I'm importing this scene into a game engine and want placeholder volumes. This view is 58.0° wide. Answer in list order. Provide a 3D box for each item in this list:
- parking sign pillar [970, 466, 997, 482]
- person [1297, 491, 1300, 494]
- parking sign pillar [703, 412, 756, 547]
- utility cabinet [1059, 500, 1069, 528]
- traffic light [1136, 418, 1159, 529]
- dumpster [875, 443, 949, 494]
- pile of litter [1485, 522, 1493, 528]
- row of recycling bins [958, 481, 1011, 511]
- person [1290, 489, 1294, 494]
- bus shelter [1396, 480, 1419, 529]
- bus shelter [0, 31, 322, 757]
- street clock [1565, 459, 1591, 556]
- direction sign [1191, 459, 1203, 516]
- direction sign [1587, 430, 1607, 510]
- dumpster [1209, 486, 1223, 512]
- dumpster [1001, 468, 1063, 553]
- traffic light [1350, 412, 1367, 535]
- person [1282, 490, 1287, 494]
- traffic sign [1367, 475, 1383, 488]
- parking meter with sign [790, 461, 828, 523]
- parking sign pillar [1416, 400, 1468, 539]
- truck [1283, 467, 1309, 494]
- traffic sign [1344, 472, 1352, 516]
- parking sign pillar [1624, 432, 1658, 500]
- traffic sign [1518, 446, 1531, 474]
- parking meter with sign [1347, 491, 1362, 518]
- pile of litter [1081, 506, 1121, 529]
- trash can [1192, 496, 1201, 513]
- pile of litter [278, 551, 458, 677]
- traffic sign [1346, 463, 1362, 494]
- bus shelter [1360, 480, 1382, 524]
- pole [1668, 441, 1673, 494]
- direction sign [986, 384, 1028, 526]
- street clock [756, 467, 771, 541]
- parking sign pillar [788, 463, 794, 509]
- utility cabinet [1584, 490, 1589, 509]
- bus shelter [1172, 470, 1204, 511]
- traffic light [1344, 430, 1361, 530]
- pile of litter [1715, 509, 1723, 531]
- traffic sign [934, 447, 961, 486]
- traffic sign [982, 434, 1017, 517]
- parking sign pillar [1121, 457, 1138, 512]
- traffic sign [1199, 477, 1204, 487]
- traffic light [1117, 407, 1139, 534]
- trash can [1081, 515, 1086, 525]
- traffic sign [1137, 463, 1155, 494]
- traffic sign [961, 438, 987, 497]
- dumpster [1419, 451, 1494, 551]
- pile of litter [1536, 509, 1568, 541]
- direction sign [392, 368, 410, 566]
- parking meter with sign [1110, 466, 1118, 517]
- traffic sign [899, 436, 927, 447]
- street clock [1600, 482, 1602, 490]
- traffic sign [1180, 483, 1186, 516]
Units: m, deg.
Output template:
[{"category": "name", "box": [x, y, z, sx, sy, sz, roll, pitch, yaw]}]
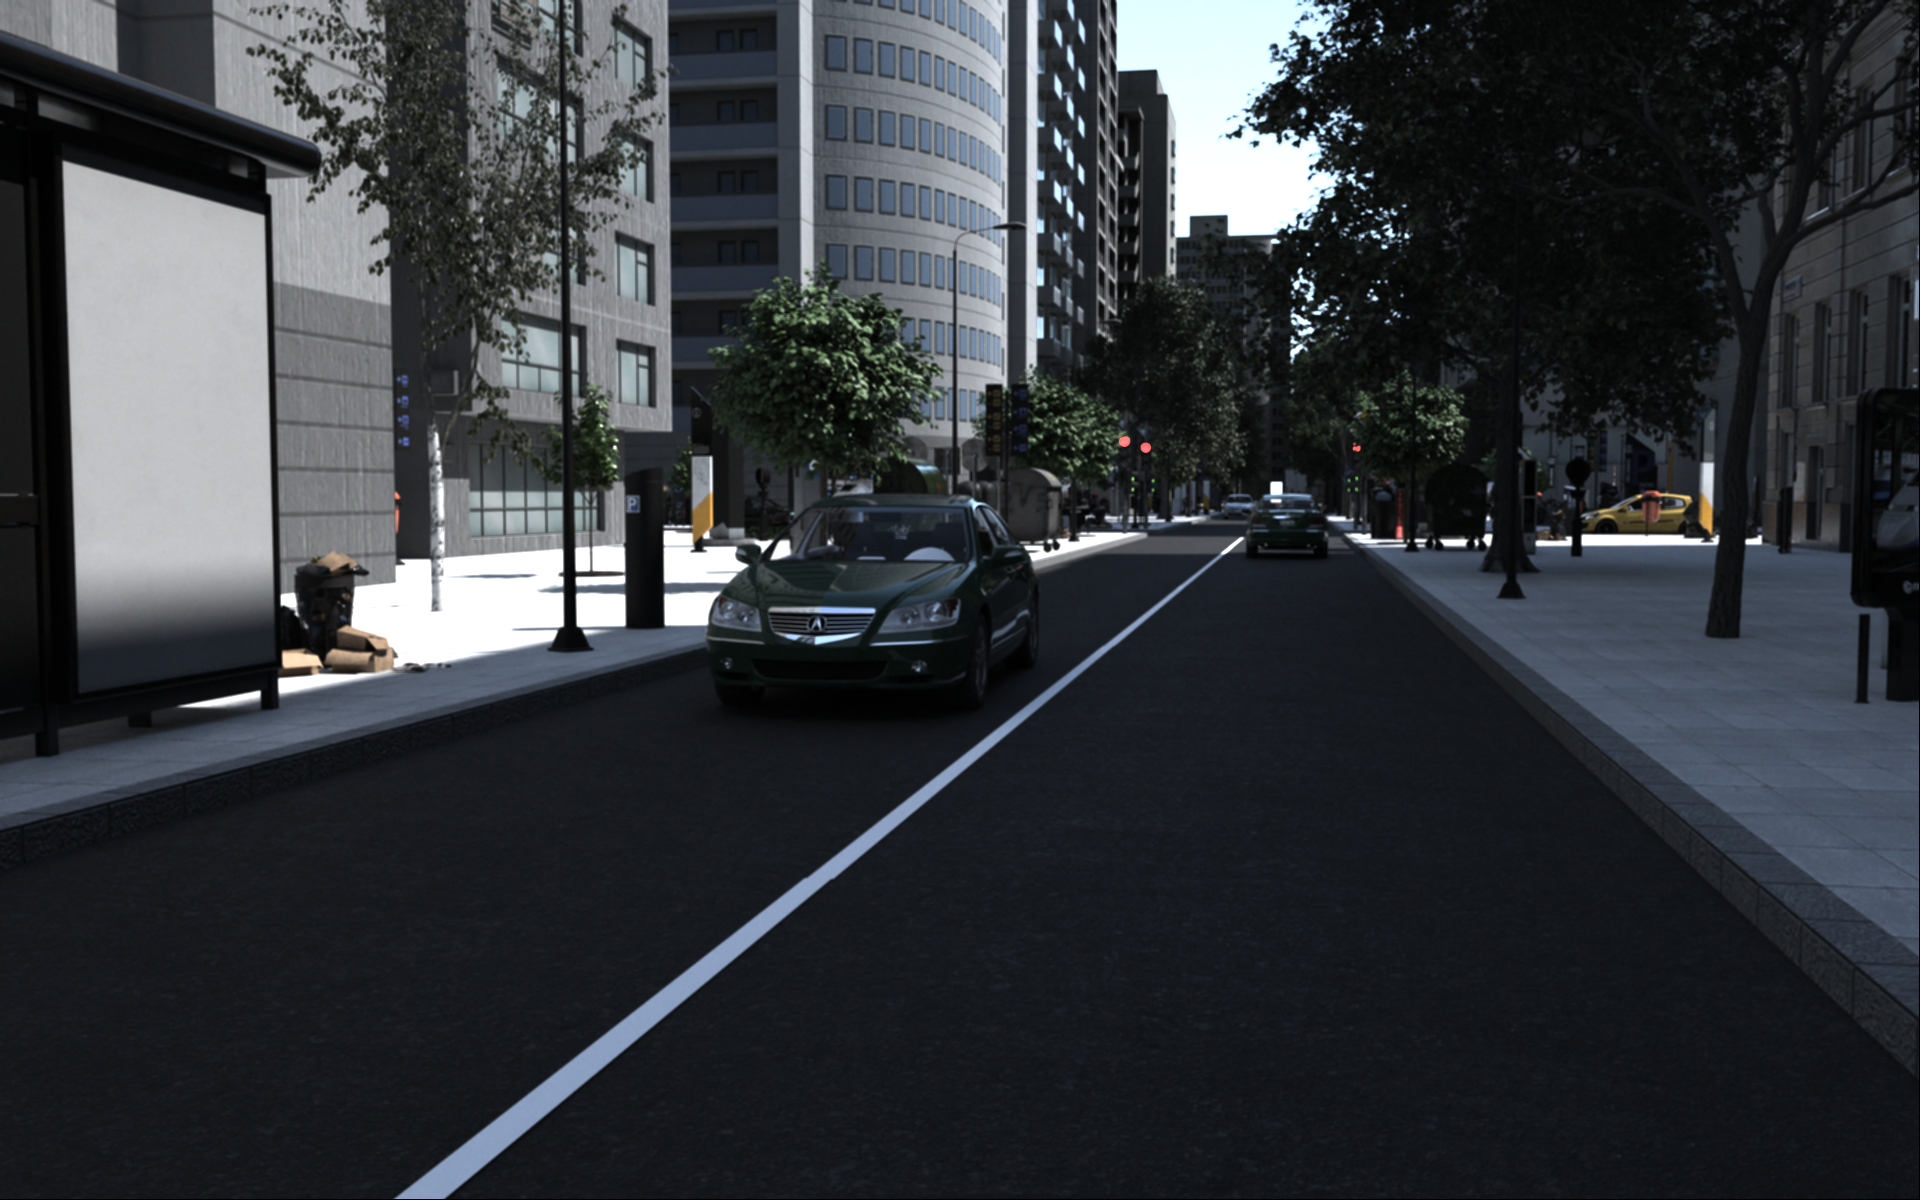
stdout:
[{"category": "parking sign pillar", "box": [1.078, -5.312, 75.329, 1.447, 3.967, 1.447, 2, 4, 29]}, {"category": "person", "box": [28.782, -8.411, 146.743, 0.721, 1.736, 1.217, 3, 5, 44]}, {"category": "parking sign pillar", "box": [-5.747, -3.308, 42.553, 1.447, 3.967, 1.447, -2, 4, -30]}, {"category": "utility cabinet", "box": [3.734, -3.321, 65.457, 1.020, 1.237, 0.306, 1, 4, 13]}, {"category": "traffic light", "box": [6.872, -4.576, 63.740, 0.839, 4.253, 0.868, 1, 4, 11]}, {"category": "dumpster", "box": [-1.140, -1.861, 32.918, 1.502, 2.255, 1.985, 1, 4, 11]}, {"category": "pile of litter", "box": [20.438, -3.112, 64.845, 1.719, 0.858, 1.176, 2, 4, 29]}, {"category": "row of recycling bins", "box": [0.895, -2.947, 55.292, 1.069, 1.692, 3.534, 2, 4, 26]}, {"category": "person", "box": [19.936, -5.790, 103.925, 0.760, 1.731, 0.466, -2, 4, -29]}, {"category": "bus shelter", "box": [16.968, -4.484, 64.595, 1.731, 3.624, 6.357, 1, 4, 11]}, {"category": "bus shelter", "box": [-5.659, -1.745, 6.167, 2.179, 5.291, 8.768, 1, 4, 11]}, {"category": "street clock", "box": [12.707, -1.900, 35.643, 0.471, 2.002, 0.358, 2, 4, 28]}, {"category": "direction sign", "box": [14.125, -6.808, 103.305, 0.379, 3.537, 0.876, -3, 4, -39]}, {"category": "direction sign", "box": [22.408, -4.220, 60.997, 0.876, 3.537, 0.379, -1, 4, -23]}, {"category": "dumpster", "box": [17.935, -7.153, 122.713, 1.264, 1.857, 1.865, 1, 4, 11]}, {"category": "dumpster", "box": [1.550, -2.012, 38.656, 1.264, 1.857, 1.865, 1, 4, 11]}, {"category": "traffic light", "box": [12.726, -4.010, 54.489, 0.839, 4.253, 0.868, 1, 4, 11]}, {"category": "person", "box": [29.839, -9.215, 159.036, 0.709, 1.838, 0.599, 3, 4, 39]}, {"category": "traffic sign", "box": [15.423, -3.926, 64.196, 0.884, 2.594, 0.081, 1, 4, 15]}, {"category": "parking meter with sign", "box": [-2.445, -1.976, 28.566, 0.543, 3.016, 1.738, -1, 4, -20]}, {"category": "parking sign pillar", "box": [13.851, -3.744, 49.680, 1.447, 3.967, 1.447, 1, 4, 11]}, {"category": "truck", "box": [35.767, -11.957, 184.417, 2.839, 4.237, 11.283, 1, 4, 11]}, {"category": "traffic sign", "box": [20.495, -5.547, 90.796, 0.768, 2.556, 0.104, 1, 4, 16]}, {"category": "parking sign pillar", "box": [29.681, -5.321, 75.475, 1.447, 3.967, 1.447, 0, 4, -6]}, {"category": "traffic sign", "box": [12.838, -2.377, 40.053, 0.795, 2.450, 0.064, 1, 4, 19]}, {"category": "parking meter with sign", "box": [21.269, -5.867, 92.189, 1.738, 3.016, 0.543, -3, 5, -42]}, {"category": "pile of litter", "box": [5.122, -3.056, 63.929, 1.719, 0.858, 1.176, 3, 4, 36]}, {"category": "trash can", "box": [15.885, -6.426, 116.718, 0.748, 1.137, 0.748, 0, 3, 0]}, {"category": "pile of litter", "box": [-4.636, 0.083, 12.601, 1.719, 0.858, 1.176, 1, 4, 9]}, {"category": "traffic sign", "box": [15.750, -4.215, 69.018, 0.768, 2.556, 0.104, 1, 4, 14]}, {"category": "bus shelter", "box": [19.174, -6.186, 78.773, 2.179, 5.291, 8.768, 1, 4, 11]}, {"category": "pole", "box": [27.372, -4.460, 66.769, 0.158, 3.312, 0.155, 0, 3, 0]}, {"category": "direction sign", "box": [0.964, -2.673, 35.696, 0.876, 3.537, 0.379, 1, 4, 9]}, {"category": "street clock", "box": [-5.350, -2.602, 47.116, 0.358, 2.002, 0.471, -2, 4, -33]}, {"category": "parking sign pillar", "box": [-6.226, -4.956, 69.496, 1.447, 3.967, 1.447, 0, 4, 6]}, {"category": "utility cabinet", "box": [36.674, -5.689, 101.692, 0.318, 1.500, 1.173, 1, 4, 11]}, {"category": "bus shelter", "box": [14.725, -7.256, 112.552, 2.014, 3.302, 5.546, 1, 4, 11]}, {"category": "traffic light", "box": [14.249, -4.490, 62.328, 0.839, 4.253, 0.868, 1, 4, 11]}, {"category": "pile of litter", "box": [28.674, -3.068, 64.123, 1.176, 0.858, 1.719, 1, 4, 11]}, {"category": "traffic sign", "box": [-0.276, -2.156, 37.376, 0.606, 2.300, 0.079, 1, 4, 19]}, {"category": "traffic sign", "box": [0.823, -2.214, 36.298, 0.768, 2.556, 0.104, 1, 4, 17]}, {"category": "parking sign pillar", "box": [11.966, -8.206, 122.642, 1.447, 3.967, 1.447, 2, 4, 25]}, {"category": "traffic sign", "box": [17.833, -7.727, 126.438, 0.768, 2.556, 0.104, 1, 4, 17]}, {"category": "traffic light", "box": [5.349, -4.097, 55.901, 0.839, 4.253, 0.868, 1, 4, 11]}, {"category": "trash can", "box": [4.722, -3.517, 69.159, 0.748, 1.137, 0.748, 0, 3, 0]}, {"category": "traffic sign", "box": [7.227, -4.129, 67.608, 0.768, 2.556, 0.104, 1, 4, 15]}, {"category": "traffic sign", "box": [0.323, -2.416, 39.615, 0.768, 2.556, 0.104, 1, 4, 19]}, {"category": "dumpster", "box": [11.352, -2.275, 39.686, 1.502, 2.255, 1.985, 1, 4, 11]}, {"category": "pile of litter", "box": [16.279, -2.079, 47.957, 1.176, 0.858, 1.719, 2, 4, 31]}, {"category": "direction sign", "box": [-10.190, -2.393, 31.118, 0.379, 3.537, 0.876, 2, 4, 24]}, {"category": "parking meter with sign", "box": [8.761, -6.219, 97.940, 0.543, 3.016, 1.738, 1, 4, 9]}, {"category": "traffic sign", "box": [-1.081, -2.330, 38.198, 0.768, 2.556, 0.104, 1, 4, 15]}, {"category": "street clock", "box": [39.017, -6.153, 105.164, 0.358, 2.002, 0.471, 0, 4, 6]}, {"category": "traffic sign", "box": [13.096, -6.272, 102.647, 0.768, 2.556, 0.104, 1, 4, 21]}]
